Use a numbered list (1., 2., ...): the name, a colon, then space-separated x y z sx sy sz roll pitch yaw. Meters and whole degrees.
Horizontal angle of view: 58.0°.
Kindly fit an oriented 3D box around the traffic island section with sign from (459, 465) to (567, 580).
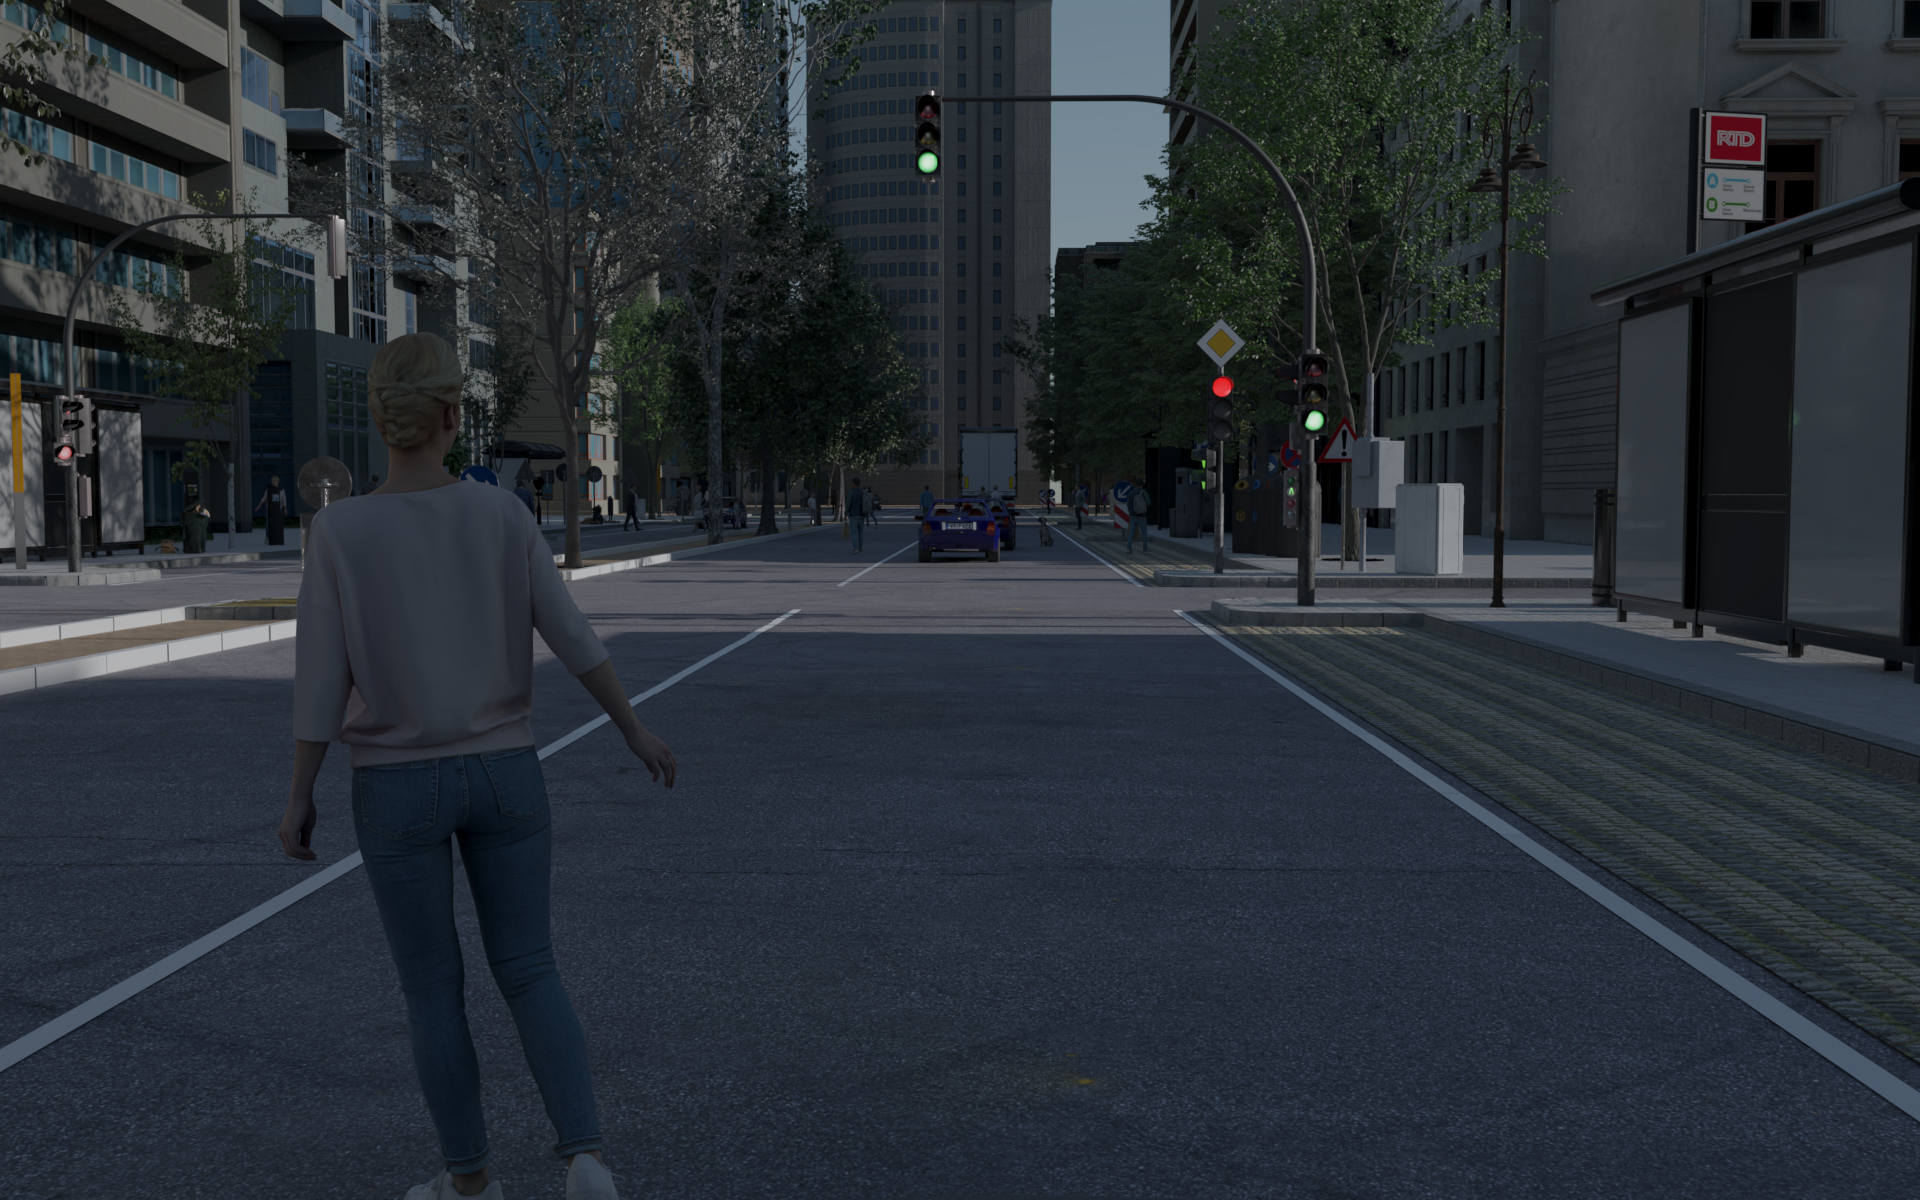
1. traffic island section with sign: -7.558 -1.209 27.906 2.006 1.907 1.989 0 4 1

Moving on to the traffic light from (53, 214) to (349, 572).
1. traffic light: -12.408 -3.278 28.269 4.771 5.953 1.251 0 4 1

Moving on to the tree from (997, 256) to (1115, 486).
1. tree: 8.394 -17.410 140.547 12.611 20.169 13.585 0 3 0

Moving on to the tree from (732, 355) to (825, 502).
1. tree: -14.175 -11.004 114.332 7.601 10.594 8.767 -2 4 -24

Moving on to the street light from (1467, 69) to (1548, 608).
1. street light: 6.092 -2.854 19.448 0.468 5.910 1.993 0 4 1

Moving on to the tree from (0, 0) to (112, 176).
1. tree: -7.899 -3.567 11.133 4.360 8.622 3.978 0 3 0

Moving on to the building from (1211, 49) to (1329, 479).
1. building: 23.663 -21.076 116.292 14.160 30.474 14.107 0 4 1

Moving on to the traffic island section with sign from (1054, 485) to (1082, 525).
1. traffic island section with sign: 5.478 -4.365 79.990 1.989 1.847 2.006 0 4 1

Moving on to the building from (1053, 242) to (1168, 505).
1. building: 18.010 -26.272 201.241 14.107 30.474 14.160 0 4 1

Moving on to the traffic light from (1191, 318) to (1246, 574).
1. traffic light: 4.155 -2.381 27.846 0.839 4.253 0.868 0 4 1

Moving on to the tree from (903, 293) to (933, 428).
1. tree: -6.243 -9.979 75.975 12.009 13.543 11.850 0 3 0

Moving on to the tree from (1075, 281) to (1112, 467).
1. tree: 8.675 -9.527 73.897 7.486 12.596 7.792 0 3 0

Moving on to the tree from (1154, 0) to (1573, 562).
1. tree: 7.574 -6.560 33.006 9.928 11.665 9.643 0 3 0

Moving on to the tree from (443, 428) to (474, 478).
1. tree: -21.301 -5.280 70.034 4.285 4.588 4.351 0 3 0

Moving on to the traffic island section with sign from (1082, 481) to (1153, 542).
1. traffic island section with sign: 4.816 -2.686 52.550 1.989 1.847 2.006 0 4 1

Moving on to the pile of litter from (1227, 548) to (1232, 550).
1. pile of litter: 6.954 -1.602 40.152 1.719 0.858 1.176 -1 4 -12

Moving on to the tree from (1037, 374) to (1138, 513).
1. tree: 9.388 -11.215 117.778 8.767 10.594 7.601 0 4 4

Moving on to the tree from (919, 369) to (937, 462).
1. tree: -6.051 -10.284 87.605 9.611 12.733 9.660 0 3 0

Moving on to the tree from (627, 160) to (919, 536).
1. tree: -6.558 -8.527 58.878 9.611 12.733 9.660 0 3 0

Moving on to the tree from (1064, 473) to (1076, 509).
1. tree: 10.248 -9.652 152.414 1.663 3.219 1.824 0 3 0

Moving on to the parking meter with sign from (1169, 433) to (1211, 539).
1. parking meter with sign: 6.646 -3.320 50.537 0.543 3.016 1.738 -1 4 -21

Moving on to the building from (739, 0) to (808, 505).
1. building: -33.183 -54.543 204.453 31.000 86.520 22.319 0 4 1

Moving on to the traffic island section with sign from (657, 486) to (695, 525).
1. traffic island section with sign: -12.940 -4.407 80.676 1.989 1.847 2.006 0 4 1

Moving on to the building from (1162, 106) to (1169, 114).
1. building: 39.172 -37.806 207.362 27.495 52.752 28.713 0 4 1

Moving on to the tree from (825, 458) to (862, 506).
1. tree: -13.438 -14.968 179.146 8.767 10.594 7.601 -3 5 -40

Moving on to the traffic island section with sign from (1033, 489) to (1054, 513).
1. traffic island section with sign: 6.687 -7.404 129.684 1.989 1.847 2.006 0 4 1

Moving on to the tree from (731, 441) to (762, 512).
1. tree: -14.750 -10.553 122.900 4.360 8.622 3.978 0 3 0

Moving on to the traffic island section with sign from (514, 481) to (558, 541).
1. traffic island section with sign: -13.598 -2.758 53.729 1.989 1.847 2.006 0 4 1

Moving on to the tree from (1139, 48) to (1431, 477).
1. tree: 8.217 -7.724 44.413 7.486 12.596 7.792 0 3 0

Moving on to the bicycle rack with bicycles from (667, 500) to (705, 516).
1. bicycle rack with bicycles: -15.456 -5.436 102.252 2.925 0.926 2.852 2 4 33

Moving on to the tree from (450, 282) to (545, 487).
1. tree: -16.281 -6.726 60.329 4.360 8.622 3.978 0 3 0

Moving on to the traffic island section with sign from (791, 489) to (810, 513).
1. traffic island section with sign: -11.719 -7.456 130.540 1.989 1.847 2.006 0 4 1

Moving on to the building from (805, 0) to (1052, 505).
1. building: -3.586 -40.526 204.594 28.212 58.520 21.231 0 4 1

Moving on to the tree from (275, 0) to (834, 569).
1. tree: -7.418 -7.337 32.780 12.009 13.543 11.850 0 3 0

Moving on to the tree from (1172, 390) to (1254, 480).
1. tree: 12.237 -8.083 82.514 4.737 8.622 4.395 0 3 0

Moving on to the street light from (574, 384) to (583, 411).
1. street light: -15.523 -5.915 69.495 0.468 5.910 1.993 0 4 1

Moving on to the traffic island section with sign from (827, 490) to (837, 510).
1. traffic island section with sign: -11.056 -9.114 157.649 1.989 1.847 2.006 0 4 1

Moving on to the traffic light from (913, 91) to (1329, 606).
1. traffic light: 1.866 -2.759 19.773 4.771 5.953 1.251 0 4 1

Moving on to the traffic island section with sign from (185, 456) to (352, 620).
1. traffic island section with sign: -7.749 -0.756 20.502 2.006 1.907 1.989 0 4 1

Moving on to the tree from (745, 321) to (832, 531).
1. tree: -6.532 -6.939 66.264 4.737 8.622 4.395 0 3 0

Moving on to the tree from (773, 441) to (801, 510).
1. tree: -13.890 -13.719 142.432 7.486 12.596 7.792 0 3 0

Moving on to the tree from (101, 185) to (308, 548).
1. tree: -17.475 -5.531 40.797 4.737 8.622 4.395 0 3 0

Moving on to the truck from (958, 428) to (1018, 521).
1. truck: 1.266 -5.490 78.681 2.839 4.237 11.283 0 4 1

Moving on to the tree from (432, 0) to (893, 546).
1. tree: -7.854 -11.568 47.488 12.611 20.169 13.585 0 3 0

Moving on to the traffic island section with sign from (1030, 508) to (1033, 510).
1. traffic island section with sign: 7.368 -9.083 157.129 1.989 1.847 2.006 0 4 1

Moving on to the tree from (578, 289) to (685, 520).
1. tree: -15.330 -9.829 86.463 9.928 11.665 9.643 0 3 0

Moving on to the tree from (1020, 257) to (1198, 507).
1. tree: 8.671 -11.395 92.959 9.857 13.997 8.962 0 3 0

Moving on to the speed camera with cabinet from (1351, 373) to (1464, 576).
1. speed camera with cabinet: 7.210 -2.055 27.940 0.660 3.252 2.038 -2 4 -28

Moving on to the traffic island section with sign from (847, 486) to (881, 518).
1. traffic island section with sign: -5.732 -5.803 103.023 2.006 1.907 1.989 0 4 1

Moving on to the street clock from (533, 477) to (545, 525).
1. street clock: -17.512 -4.125 72.011 0.471 2.002 0.358 -1 4 -18

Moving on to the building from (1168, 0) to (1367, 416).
1. building: 27.792 -31.198 133.797 21.300 48.544 21.600 0 4 1

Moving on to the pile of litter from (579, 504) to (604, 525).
1. pile of litter: -15.592 -3.621 73.165 1.176 0.858 1.719 0 4 6

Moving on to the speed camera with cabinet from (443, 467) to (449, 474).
1. speed camera with cabinet: -16.168 -3.686 54.607 2.038 3.252 0.660 3 5 44

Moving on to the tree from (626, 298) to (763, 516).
1. tree: -15.526 -11.143 100.318 7.486 12.596 7.792 0 3 0

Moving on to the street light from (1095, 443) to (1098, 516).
1. street light: 8.041 -7.912 102.153 0.468 5.910 1.993 0 4 1

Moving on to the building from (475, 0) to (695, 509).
1. building: -29.566 -29.967 140.065 14.600 45.320 14.200 0 4 1

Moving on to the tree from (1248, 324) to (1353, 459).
1. tree: 12.860 -7.005 64.895 4.360 8.622 3.978 0 3 0
